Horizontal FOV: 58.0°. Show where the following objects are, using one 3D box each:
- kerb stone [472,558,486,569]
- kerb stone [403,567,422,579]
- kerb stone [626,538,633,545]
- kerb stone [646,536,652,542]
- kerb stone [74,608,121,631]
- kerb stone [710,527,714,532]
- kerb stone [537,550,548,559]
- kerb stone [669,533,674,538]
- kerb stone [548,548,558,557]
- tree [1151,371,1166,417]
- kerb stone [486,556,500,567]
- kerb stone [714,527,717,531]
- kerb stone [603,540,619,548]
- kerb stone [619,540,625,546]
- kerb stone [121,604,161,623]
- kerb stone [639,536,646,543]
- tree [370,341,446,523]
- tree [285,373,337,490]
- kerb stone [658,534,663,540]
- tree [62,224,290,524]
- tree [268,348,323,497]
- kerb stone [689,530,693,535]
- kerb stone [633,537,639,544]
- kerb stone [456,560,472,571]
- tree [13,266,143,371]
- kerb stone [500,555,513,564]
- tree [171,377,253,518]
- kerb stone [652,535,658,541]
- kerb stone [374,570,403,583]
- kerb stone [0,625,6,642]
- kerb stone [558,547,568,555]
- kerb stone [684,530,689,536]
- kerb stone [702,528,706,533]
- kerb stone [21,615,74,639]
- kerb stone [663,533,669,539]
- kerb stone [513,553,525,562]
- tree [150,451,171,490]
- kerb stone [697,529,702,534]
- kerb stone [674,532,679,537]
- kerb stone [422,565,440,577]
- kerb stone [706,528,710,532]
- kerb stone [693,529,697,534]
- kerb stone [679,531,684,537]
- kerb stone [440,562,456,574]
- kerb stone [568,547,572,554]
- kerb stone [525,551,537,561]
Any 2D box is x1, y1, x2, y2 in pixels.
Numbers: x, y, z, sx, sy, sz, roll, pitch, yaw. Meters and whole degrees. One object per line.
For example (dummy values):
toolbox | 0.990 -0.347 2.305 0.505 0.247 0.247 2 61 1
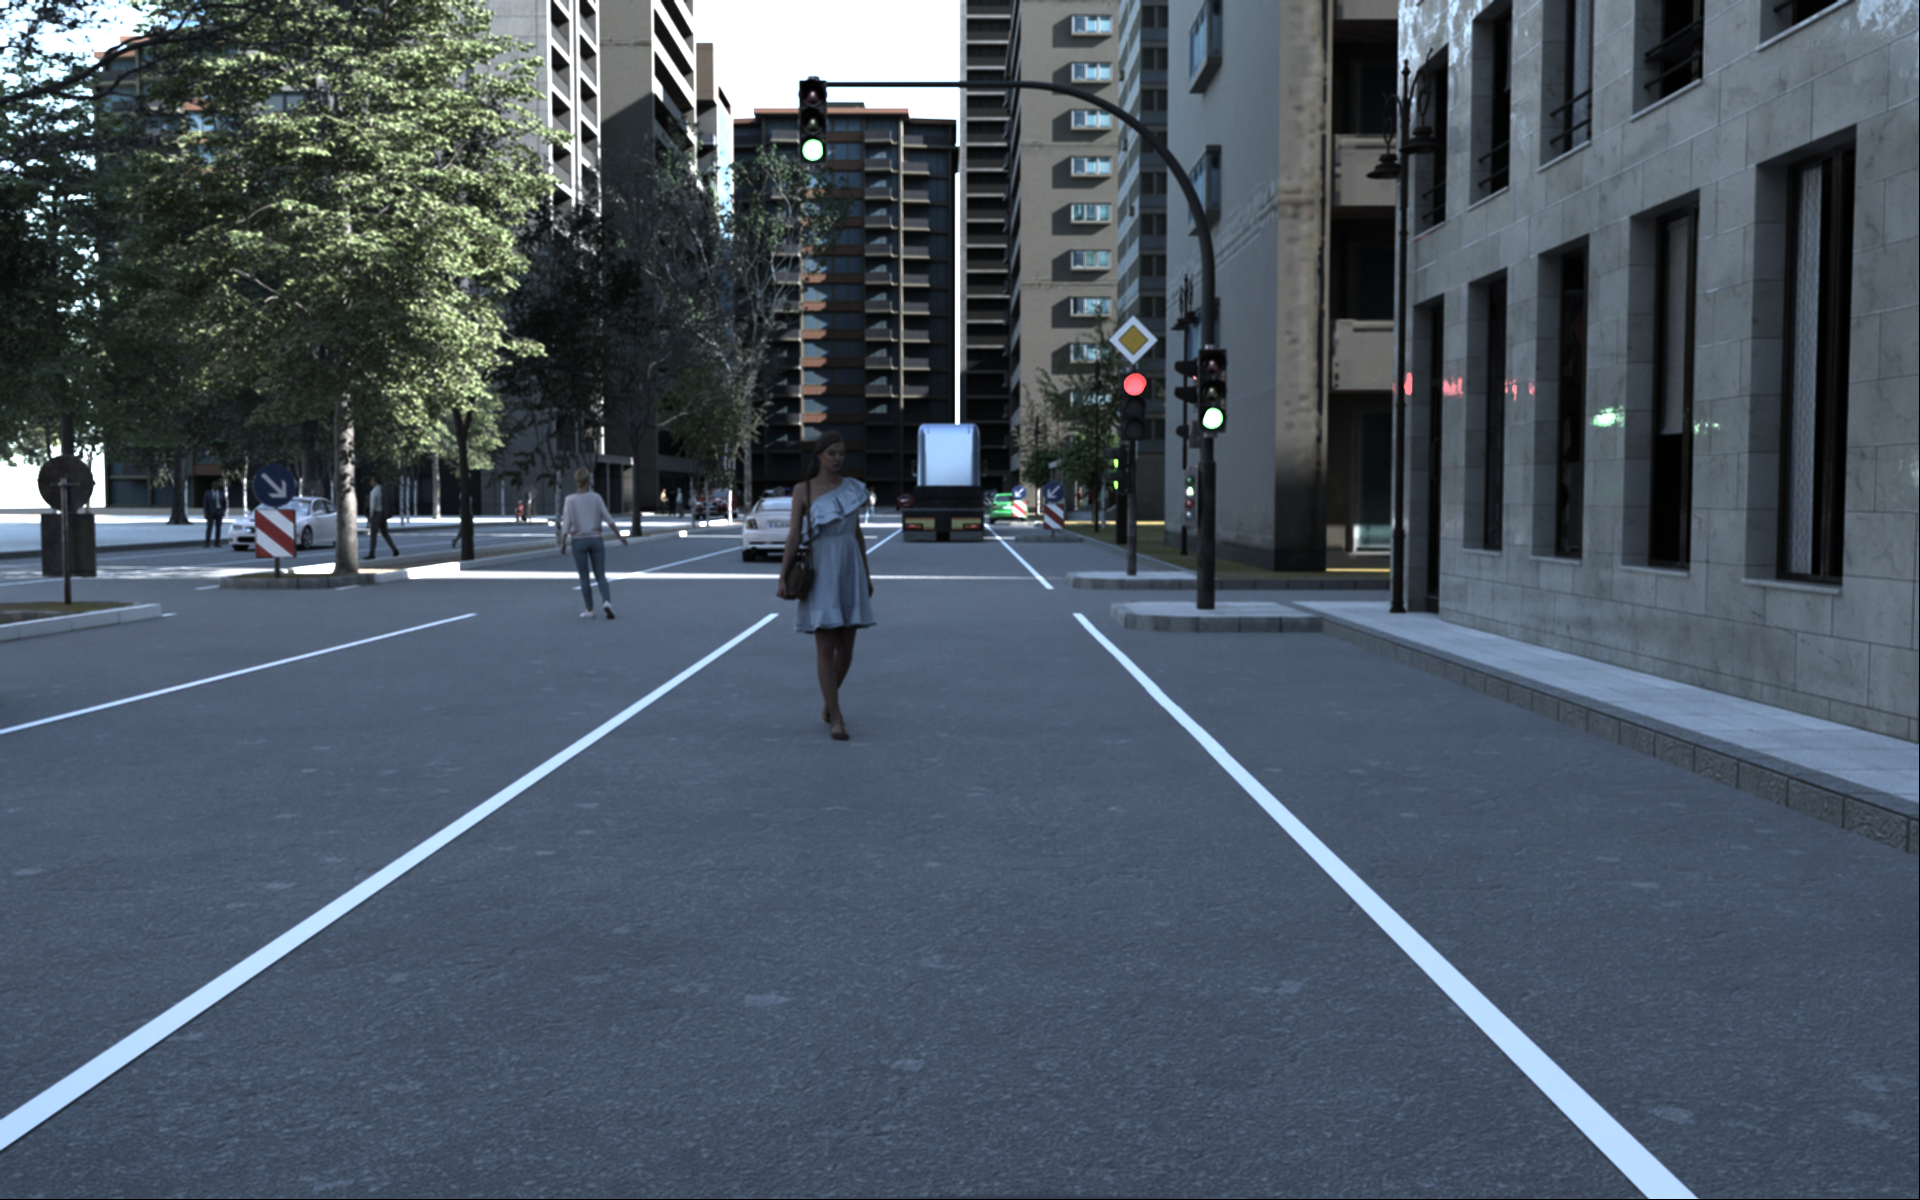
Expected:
kerb stone | -9.417 -0.693 33.518 0.120 0.150 1.000 0 4 0
kerb stone | -9.395 -0.441 29.412 0.120 0.150 1.000 0 4 0
kerb stone | -9.465 -1.632 48.881 0.120 0.150 1.000 0 4 0
kerb stone | -9.475 -1.821 51.963 0.120 0.150 1.000 0 4 0
kerb stone | -9.359 0.217 18.642 0.120 0.150 1.000 0 4 0
kerb stone | -9.517 -2.636 65.301 0.120 0.150 1.000 0 4 0
kerb stone | -9.425 -1.006 38.643 0.120 0.150 1.000 0 4 0
kerb stone | -9.485 -2.069 56.062 0.120 0.150 1.000 0 4 0
kerb stone | -9.437 -1.069 39.666 0.120 0.150 1.000 0 4 0
tree | 10.519 -7.508 73.122 4.360 8.622 3.978 0 3 0
kerb stone | -9.409 -0.755 34.541 0.120 0.150 1.000 0 4 0
kerb stone | -9.527 -2.699 66.331 0.120 0.150 1.000 0 4 0
kerb stone | -9.459 -1.504 46.833 0.120 0.150 1.000 0 4 0
kerb stone | -9.467 -1.567 47.856 0.120 0.150 1.000 0 4 0
kerb stone | -9.358 0.155 19.664 0.120 0.150 1.000 0 4 0
kerb stone | -9.472 -1.758 50.938 0.120 0.150 1.000 0 4 0
tree | -24.947 -7.805 77.967 4.360 8.622 3.978 0 3 0
tree | -36.423 -9.040 98.163 4.360 8.622 3.978 0 3 0
kerb stone | -9.480 -1.944 54.015 0.120 0.150 1.000 0 4 0
tree | -32.994 -9.544 73.054 9.611 12.733 9.660 0 3 0
tree | -33.509 -8.401 87.715 4.737 8.622 4.395 0 3 0
kerb stone | -9.508 -2.320 60.163 0.120 0.150 1.000 0 4 0
kerb stone | -9.468 -1.695 49.915 0.120 0.150 1.000 0 4 0
kerb stone | -9.410 -0.630 32.496 0.120 0.150 1.000 0 4 0
tree | -27.296 -6.242 52.421 4.737 8.622 4.395 0 3 0
kerb stone | -9.412 -0.818 35.567 0.120 0.150 1.000 0 4 0
tree | -39.256 -8.686 92.377 4.360 8.622 3.978 0 3 0
kerb stone | -9.468 -1.879 52.986 0.120 0.150 1.000 0 4 0
kerb stone | -9.392 -0.372 28.386 0.120 0.150 1.000 0 4 0
kerb stone | -9.353 0.346 16.593 0.120 0.150 1.000 0 4 0
kerb stone | -9.430 -1.131 40.688 0.120 0.150 1.000 0 4 0
kerb stone | -9.492 -2.260 59.140 0.120 0.150 1.000 0 4 0
kerb stone | -9.511 -2.511 63.251 0.120 0.150 1.000 0 4 0
kerb stone | -9.354 0.281 17.618 0.120 0.150 1.000 0 4 0
kerb stone | -9.481 -2.006 55.037 0.120 0.150 1.000 0 4 0
kerb stone | -9.421 -0.881 36.596 0.120 0.150 1.000 0 4 0
tree | -44.458 -9.096 99.074 4.360 8.622 3.978 0 3 0
kerb stone | -9.509 -2.448 62.222 0.120 0.150 1.000 0 4 0
kerb stone | -9.497 -2.133 57.084 0.120 0.150 1.000 0 4 0
kerb stone | -9.393 -0.501 30.446 0.120 0.150 1.000 0 4 0
kerb stone | -9.520 -2.573 64.279 0.120 0.150 1.000 0 4 0
kerb stone | -9.511 -2.385 61.185 0.120 0.150 1.000 0 4 0
kerb stone | -9.491 -2.197 58.118 0.120 0.150 1.000 0 4 0
kerb stone | -9.403 -0.567 31.474 0.120 0.150 1.000 0 4 0
kerb stone | -9.439 -1.190 41.710 0.120 0.150 1.000 0 4 0
kerb stone | -9.426 -0.943 37.621 0.120 0.150 1.000 0 4 0
